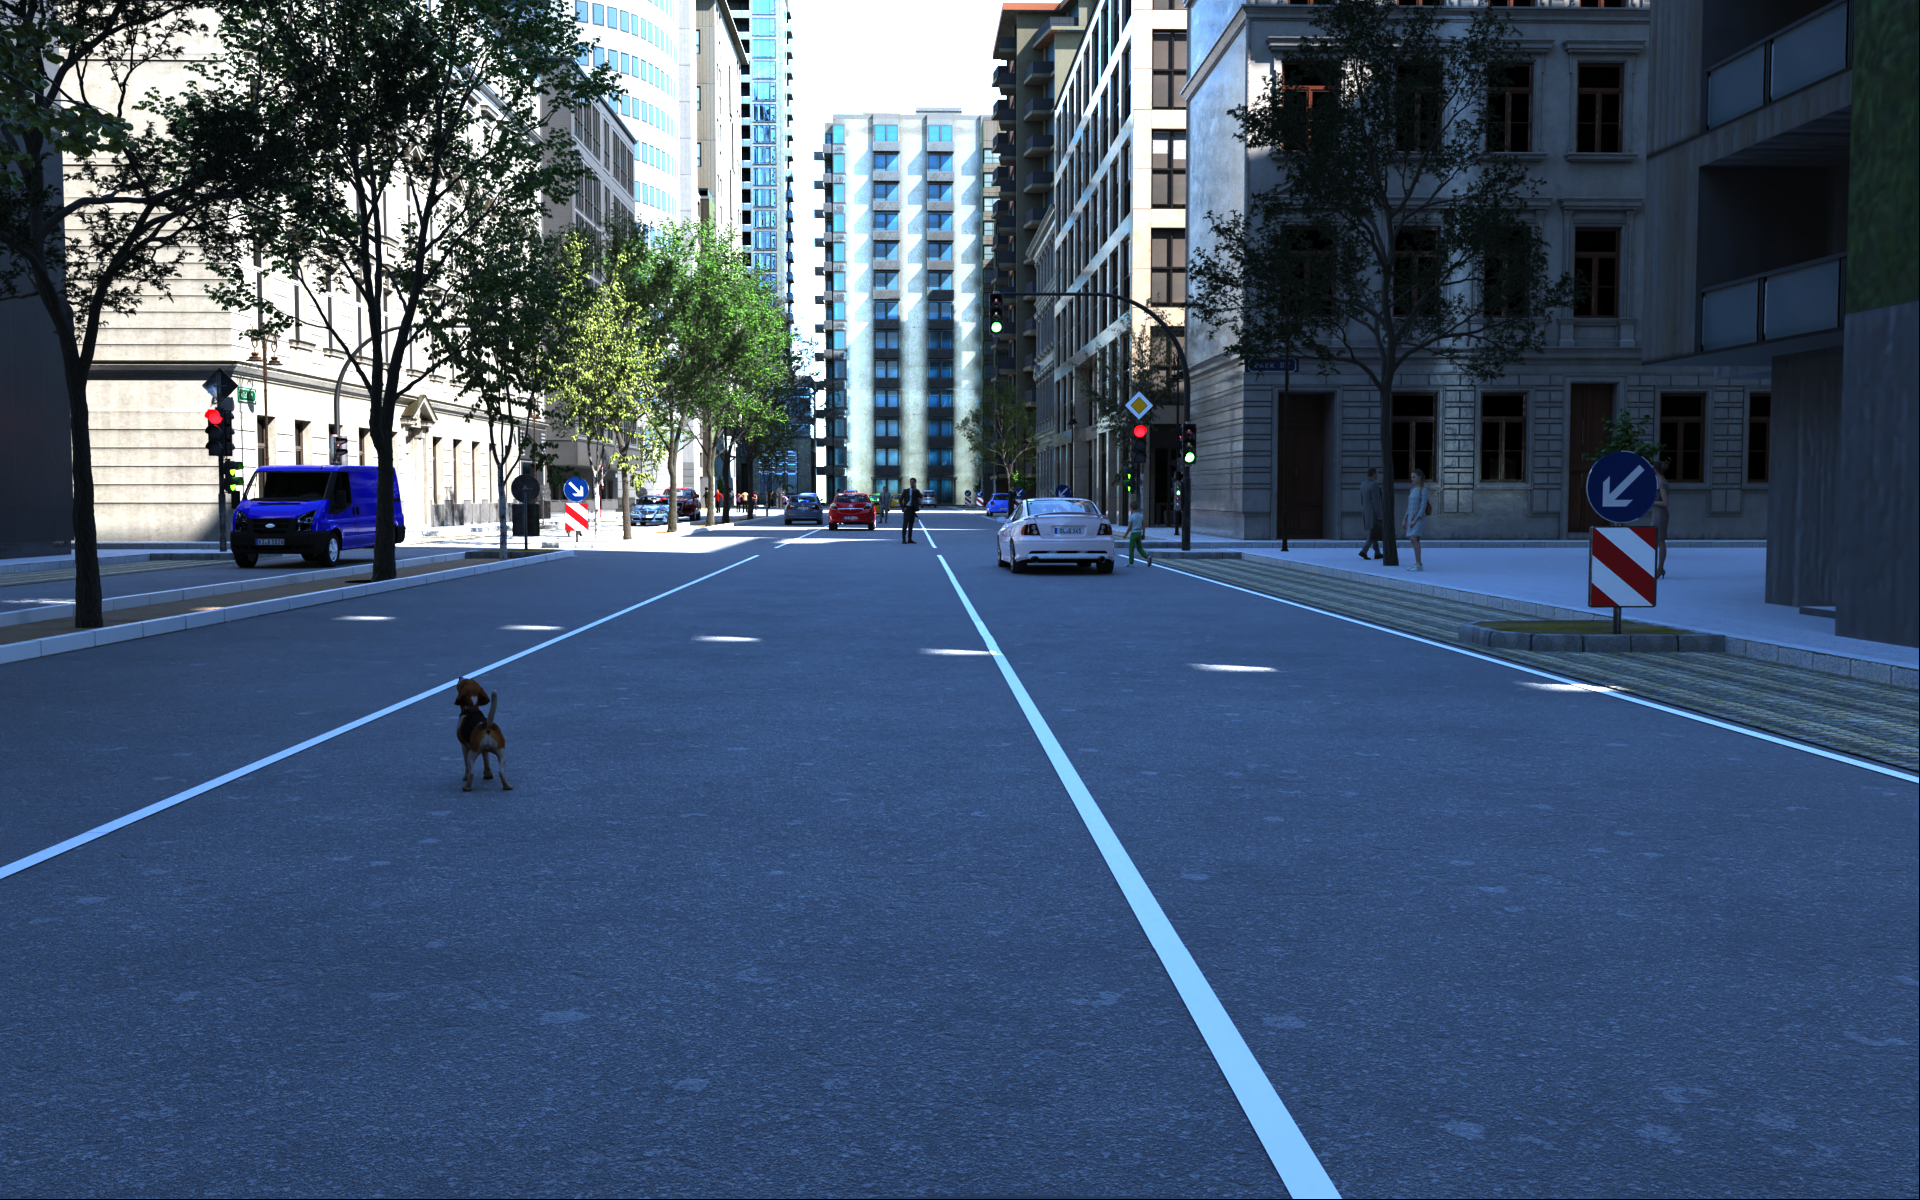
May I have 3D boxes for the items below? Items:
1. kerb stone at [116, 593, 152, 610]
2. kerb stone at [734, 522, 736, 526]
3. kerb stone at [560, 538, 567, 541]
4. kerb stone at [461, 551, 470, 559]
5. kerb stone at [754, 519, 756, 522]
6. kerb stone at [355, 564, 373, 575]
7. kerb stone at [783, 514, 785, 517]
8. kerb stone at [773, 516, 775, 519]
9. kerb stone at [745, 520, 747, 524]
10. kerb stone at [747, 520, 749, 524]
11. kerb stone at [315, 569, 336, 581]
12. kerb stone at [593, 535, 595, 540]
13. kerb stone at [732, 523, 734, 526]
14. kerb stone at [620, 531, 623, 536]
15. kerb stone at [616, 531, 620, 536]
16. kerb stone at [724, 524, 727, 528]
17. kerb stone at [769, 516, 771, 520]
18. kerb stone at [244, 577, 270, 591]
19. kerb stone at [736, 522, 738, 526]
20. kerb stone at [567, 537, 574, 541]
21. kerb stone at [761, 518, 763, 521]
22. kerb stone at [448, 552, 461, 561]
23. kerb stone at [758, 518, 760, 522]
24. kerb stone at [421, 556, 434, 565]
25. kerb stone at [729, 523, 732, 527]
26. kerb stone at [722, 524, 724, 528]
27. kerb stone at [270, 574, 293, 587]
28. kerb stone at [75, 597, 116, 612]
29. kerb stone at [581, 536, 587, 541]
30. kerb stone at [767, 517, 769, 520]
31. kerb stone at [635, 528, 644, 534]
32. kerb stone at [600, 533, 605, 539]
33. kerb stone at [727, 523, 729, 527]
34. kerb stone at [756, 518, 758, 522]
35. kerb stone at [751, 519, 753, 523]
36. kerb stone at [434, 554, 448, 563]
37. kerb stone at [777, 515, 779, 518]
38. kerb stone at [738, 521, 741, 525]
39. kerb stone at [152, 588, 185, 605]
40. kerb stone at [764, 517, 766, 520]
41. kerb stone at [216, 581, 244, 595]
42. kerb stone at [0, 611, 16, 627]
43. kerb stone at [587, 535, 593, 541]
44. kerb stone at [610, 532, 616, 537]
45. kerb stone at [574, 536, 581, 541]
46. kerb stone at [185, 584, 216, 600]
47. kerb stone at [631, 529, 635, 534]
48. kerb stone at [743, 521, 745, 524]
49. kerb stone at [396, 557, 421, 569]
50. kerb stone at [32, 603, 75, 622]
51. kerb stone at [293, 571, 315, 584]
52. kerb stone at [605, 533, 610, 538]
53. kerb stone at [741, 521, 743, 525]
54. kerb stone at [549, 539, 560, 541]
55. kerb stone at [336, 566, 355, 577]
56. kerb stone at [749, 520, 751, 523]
[{"bbox_3d":[-10.441,0.029,21.716,0.120,0.150,1.000,0,4,-2],"label":"kerb stone"},{"bbox_3d":[-10.119,-3.321,76.636,0.120,0.150,1.000,0,4,-2],"label":"kerb stone"},{"bbox_3d":[-11.323,-1.628,48.922,0.120,0.150,1.000,0,4,-2],"label":"kerb stone"},{"bbox_3d":[-10.970,-0.967,38.082,0.120,0.150,1.000,0,4,-2],"label":"kerb stone"},{"bbox_3d":[-10.458,-3.956,86.882,0.120,0.150,1.000,0,4,-2],"label":"kerb stone"},{"bbox_3d":[-10.740,-0.534,30.929,0.120,0.150,1.000,0,4,-2],"label":"kerb stone"},{"bbox_3d":[-11.115,-5.209,107.397,0.120,0.150,1.000,0,4,-2],"label":"kerb stone"},{"bbox_3d":[-10.858,-4.704,99.184,0.120,0.150,1.000,0,4,-2],"label":"kerb stone"},{"bbox_3d":[-10.297,-3.642,81.750,0.120,0.150,1.000,0,4,-2],"label":"kerb stone"},{"bbox_3d":[-10.317,-3.705,82.772,0.120,0.150,1.000,0,4,-2],"label":"kerb stone"},{"bbox_3d":[-10.673,-0.409,28.886,0.120,0.150,1.000,0,4,-2],"label":"kerb stone"},{"bbox_3d":[-11.493,-1.938,54.031,0.120,0.150,1.000,0,4,-2],"label":"kerb stone"},{"bbox_3d":[-10.092,-3.262,75.611,0.120,0.150,1.000,0,4,-2],"label":"kerb stone"},{"bbox_3d":[-11.645,-2.261,59.174,0.120,0.150,1.000,0,4,-2],"label":"kerb stone"},{"bbox_3d":[-11.628,-2.199,58.152,0.120,0.150,1.000,0,4,-2],"label":"kerb stone"},{"bbox_3d":[-9.980,-3.079,72.529,0.120,0.150,1.000,0,4,-2],"label":"kerb stone"},{"bbox_3d":[-10.749,-4.517,96.114,0.120,0.150,1.000,0,4,-2],"label":"kerb stone"},{"bbox_3d":[-10.569,-0.218,25.814,0.120,0.150,1.000,0,4,-2],"label":"kerb stone"},{"bbox_3d":[-10.158,-3.388,77.657,0.120,0.150,1.000,0,4,-2],"label":"kerb stone"},{"bbox_3d":[-11.353,-1.697,49.944,0.120,0.150,1.000,0,4,-2],"label":"kerb stone"},{"bbox_3d":[-10.589,-4.206,90.978,0.120,0.150,1.000,0,4,-2],"label":"kerb stone"},{"bbox_3d":[-10.932,-0.909,37.061,0.120,0.150,1.000,0,4,-2],"label":"kerb stone"},{"bbox_3d":[-10.524,-4.078,88.935,0.120,0.150,1.000,0,4,-2],"label":"kerb stone"},{"bbox_3d":[-10.877,-0.783,35.018,0.120,0.150,1.000,0,4,-2],"label":"kerb stone"},{"bbox_3d":[-10.053,-3.201,74.589,0.120,0.150,1.000,0,4,-2],"label":"kerb stone"},{"bbox_3d":[-9.958,-3.016,71.503,0.120,0.150,1.000,0,4,-2],"label":"kerb stone"},{"bbox_3d":[-10.608,-0.279,26.836,0.120,0.150,1.000,0,4,-2],"label":"kerb stone"},{"bbox_3d":[-10.402,0.095,20.691,0.120,0.150,1.000,0,4,-2],"label":"kerb stone"},{"bbox_3d":[-11.411,-1.822,51.987,0.120,0.150,1.000,0,4,-2],"label":"kerb stone"},{"bbox_3d":[-10.722,-4.458,95.083,0.120,0.150,1.000,0,4,-2],"label":"kerb stone"},{"bbox_3d":[-11.790,-2.510,63.269,0.120,0.150,1.000,0,4,-2],"label":"kerb stone"},{"bbox_3d":[-11.525,-2.009,55.072,0.120,0.150,1.000,0,4,-2],"label":"kerb stone"},{"bbox_3d":[-10.017,-3.137,73.564,0.120,0.150,1.000,0,4,-2],"label":"kerb stone"},{"bbox_3d":[-10.482,-4.019,87.904,0.120,0.150,1.000,0,4,-2],"label":"kerb stone"},{"bbox_3d":[-10.389,-3.828,84.824,0.120,0.150,1.000,0,4,-2],"label":"kerb stone"},{"bbox_3d":[-10.904,-0.847,36.039,0.120,0.150,1.000,0,4,-2],"label":"kerb stone"},{"bbox_3d":[-10.956,-4.897,102.257,0.120,0.150,1.000,0,4,-2],"label":"kerb stone"},{"bbox_3d":[-10.191,-3.451,78.682,0.120,0.150,1.000,0,4,-2],"label":"kerb stone"},{"bbox_3d":[-10.476,-0.031,22.739,0.120,0.150,1.000,0,4,-2],"label":"kerb stone"},{"bbox_3d":[-10.650,-4.332,93.022,0.120,0.150,1.000,0,4,-2],"label":"kerb stone"},{"bbox_3d":[-10.539,-0.159,24.792,0.120,0.150,1.000,0,4,-2],"label":"kerb stone"},{"bbox_3d":[-10.328,0.221,18.642,0.120,0.150,1.000,0,4,-2],"label":"kerb stone"},{"bbox_3d":[-11.454,-1.885,53.009,0.120,0.150,1.000,0,4,-2],"label":"kerb stone"},{"bbox_3d":[-11.591,-2.129,57.128,0.120,0.150,1.000,0,4,-2],"label":"kerb stone"},{"bbox_3d":[-11.391,-1.760,50.965,0.120,0.150,1.000,0,4,-2],"label":"kerb stone"},{"bbox_3d":[-10.504,-0.096,23.769,0.120,0.150,1.000,0,4,-2],"label":"kerb stone"},{"bbox_3d":[-11.723,-2.384,61.224,0.120,0.150,1.000,0,4,-2],"label":"kerb stone"},{"bbox_3d":[-10.250,-3.580,80.727,0.120,0.150,1.000,0,4,-2],"label":"kerb stone"},{"bbox_3d":[-10.838,-0.722,33.996,0.120,0.150,1.000,0,4,-2],"label":"kerb stone"},{"bbox_3d":[-10.374,0.155,19.663,0.120,0.150,1.000,0,4,-2],"label":"kerb stone"},{"bbox_3d":[-10.640,-0.346,27.857,0.120,0.150,1.000,0,4,-2],"label":"kerb stone"},{"bbox_3d":[-11.550,-2.074,56.100,0.120,0.150,1.000,0,4,-2],"label":"kerb stone"},{"bbox_3d":[-10.218,-3.517,79.705,0.120,0.150,1.000,0,4,-2],"label":"kerb stone"},{"bbox_3d":[-11.293,-1.571,47.900,0.120,0.150,1.000,0,4,-2],"label":"kerb stone"},{"bbox_3d":[-10.707,-0.468,29.907,0.120,0.150,1.000,0,4,-2],"label":"kerb stone"},{"bbox_3d":[-10.356,-3.768,83.800,0.120,0.150,1.000,0,4,-2],"label":"kerb stone"}]
